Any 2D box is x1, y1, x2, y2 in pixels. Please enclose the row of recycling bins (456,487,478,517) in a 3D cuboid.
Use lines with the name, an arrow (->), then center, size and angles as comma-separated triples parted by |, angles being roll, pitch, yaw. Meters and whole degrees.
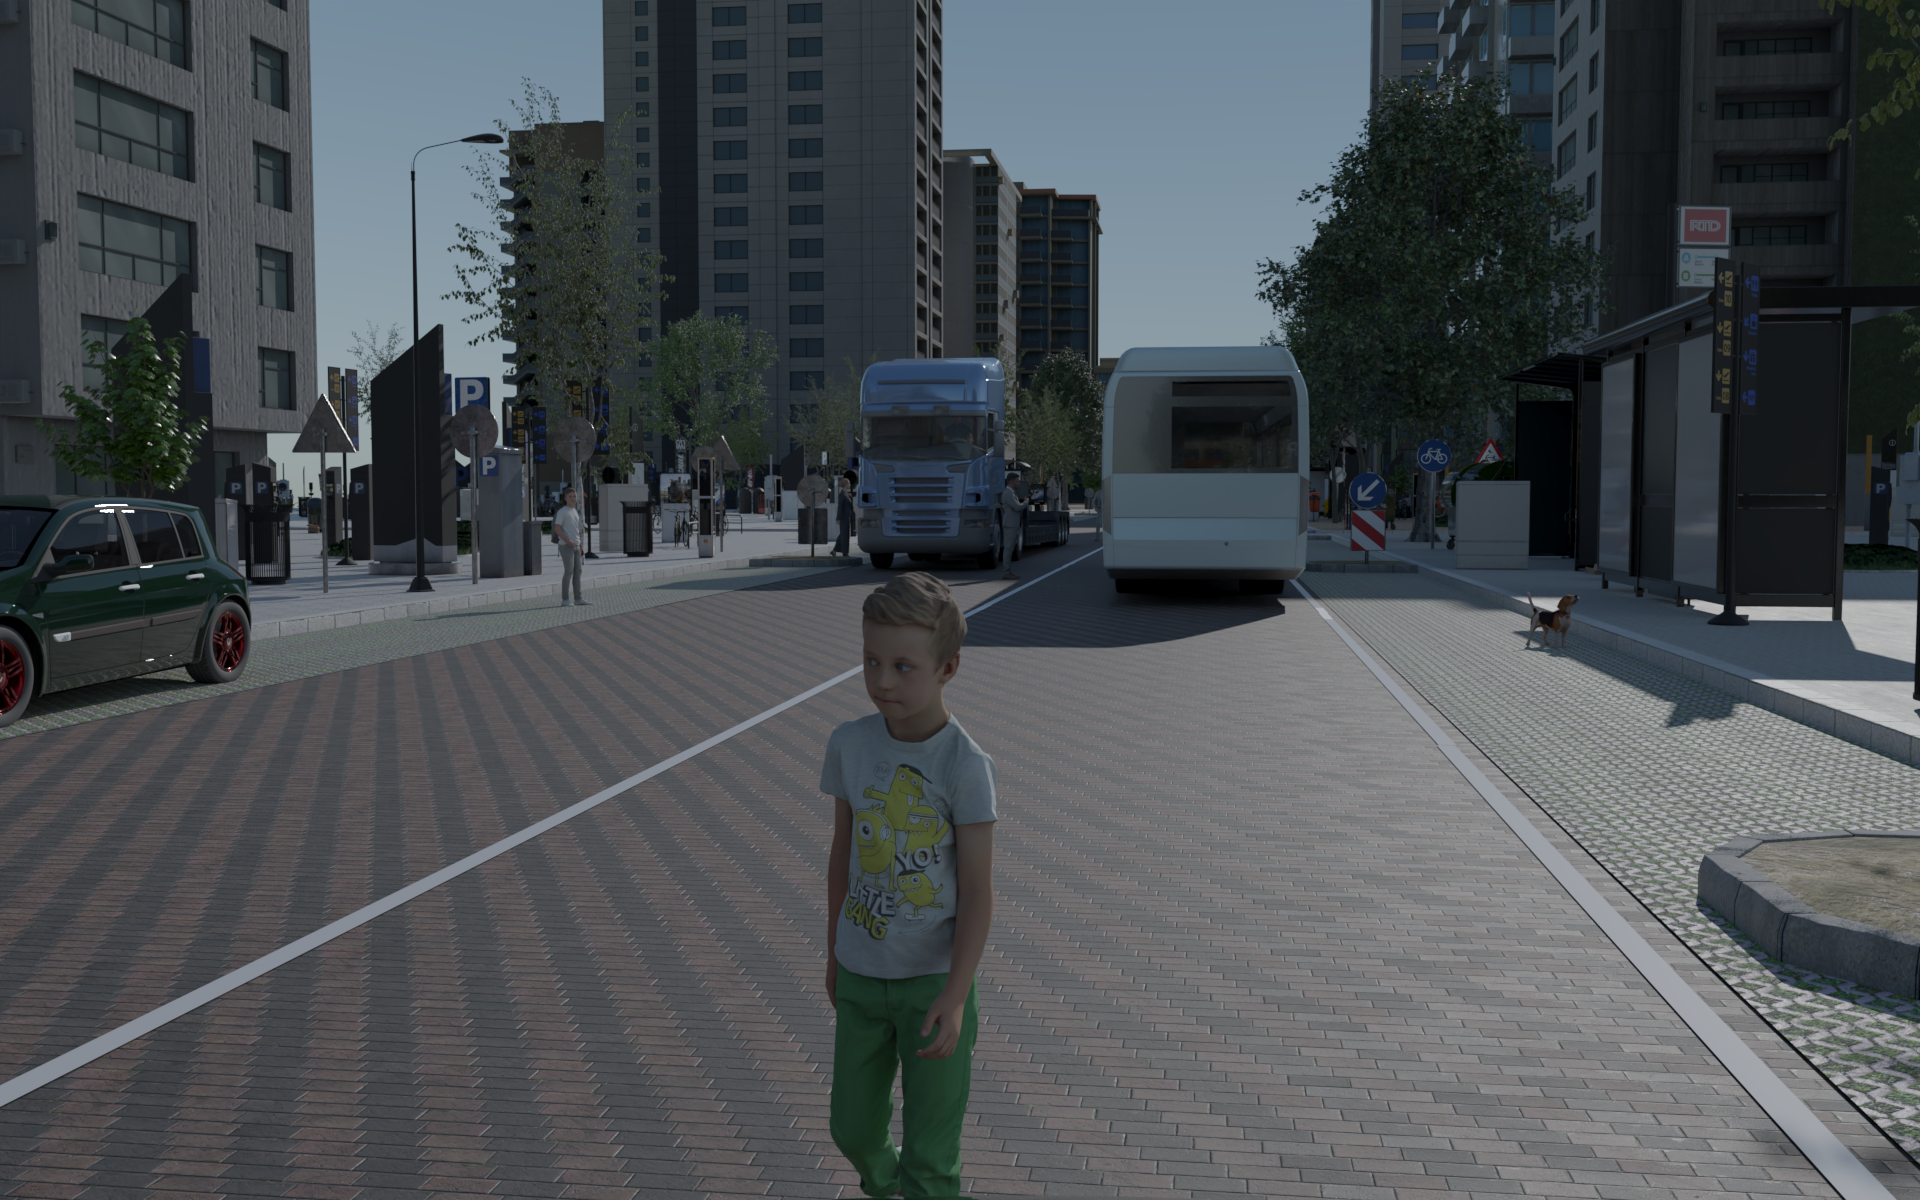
row of recycling bins -> -28.229, -5.421, 95.743 | 3.534, 1.692, 1.069 | 0, 4, 2

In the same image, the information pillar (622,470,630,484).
information pillar -> -10.307, -3.024, 53.936 | 0.304, 2.012, 0.304 | 2, 4, 31

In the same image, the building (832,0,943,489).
building -> -10.096, -43.609, 151.253 | 20.563, 71.187, 20.611 | 1, 4, 8

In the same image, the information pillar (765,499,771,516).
information pillar -> -11.348, -5.972, 102.139 | 0.304, 2.012, 0.304 | -1, 4, -16

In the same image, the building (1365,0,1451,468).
building -> 53.944, -39.223, 183.299 | 21.231, 58.520, 28.212 | 1, 4, 8

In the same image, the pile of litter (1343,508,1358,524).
pile of litter -> 16.907, -3.664, 73.868 | 1.176, 0.858, 1.719 | 1, 4, 9

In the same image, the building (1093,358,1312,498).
building -> 34.231, -24.442, 244.662 | 28.899, 21.520, 27.650 | 1, 4, 8

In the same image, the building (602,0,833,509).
building -> -27.342, -46.487, 198.312 | 20.611, 71.187, 20.563 | 1, 4, 8

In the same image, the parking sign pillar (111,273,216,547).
parking sign pillar -> -9.953, -2.028, 21.637 | 1.447, 3.967, 1.447 | 2, 4, 26

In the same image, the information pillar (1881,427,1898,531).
information pillar -> 32.422, -4.226, 60.450 | 0.504, 3.616, 0.183 | 2, 4, 32

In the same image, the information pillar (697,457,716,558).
information pillar -> -5.092, -1.854, 34.810 | 0.304, 2.012, 0.304 | 0, 4, 2

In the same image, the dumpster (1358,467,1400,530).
dumpster -> 15.039, -3.677, 62.609 | 1.502, 2.255, 1.985 | 0, 4, 8

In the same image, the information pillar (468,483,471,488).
information pillar -> -33.831, -7.060, 119.928 | 0.304, 2.012, 0.304 | 3, 4, 38

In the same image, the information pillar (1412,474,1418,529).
information pillar -> 16.489, -3.532, 62.247 | 0.304, 2.012, 0.304 | -2, 4, -29

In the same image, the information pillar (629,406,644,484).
information pillar -> -8.658, -3.364, 46.364 | 0.183, 3.616, 0.504 | 2, 4, 30

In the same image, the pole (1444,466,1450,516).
pole -> 22.259, -5.215, 79.107 | 0.158, 3.312, 0.155 | 0, 3, 0

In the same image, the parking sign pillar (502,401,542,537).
parking sign pillar -> -13.099, -3.831, 51.108 | 1.447, 3.967, 1.447 | 0, 4, 2

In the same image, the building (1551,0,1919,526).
building -> 34.242, -18.585, 75.560 | 14.107, 30.474, 14.160 | 1, 4, 8

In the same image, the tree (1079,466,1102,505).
tree -> 12.601, -10.846, 161.044 | 4.285, 4.588, 4.351 | 0, 3, 0

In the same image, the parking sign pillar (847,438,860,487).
parking sign pillar -> -4.490, -5.465, 77.831 | 1.447, 3.967, 1.447 | 3, 5, 43

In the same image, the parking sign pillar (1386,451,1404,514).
parking sign pillar -> 26.910, -7.277, 107.452 | 1.447, 3.967, 1.447 | -3, 4, -37

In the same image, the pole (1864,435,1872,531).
pole -> 31.482, -4.050, 60.054 | 0.158, 3.312, 0.155 | 0, 3, 0

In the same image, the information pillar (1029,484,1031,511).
information pillar -> 4.939, -7.339, 124.488 | 0.304, 2.012, 0.304 | 0, 4, -6

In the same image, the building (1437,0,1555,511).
building -> 44.807, -30.478, 117.920 | 23.786, 49.044, 30.456 | 1, 4, 8

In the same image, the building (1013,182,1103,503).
building -> 5.341, -36.168, 245.974 | 28.867, 44.769, 22.147 | 1, 4, 8

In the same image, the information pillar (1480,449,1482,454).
information pillar -> 23.679, -5.319, 78.315 | 0.183, 3.616, 0.504 | -3, 5, -45

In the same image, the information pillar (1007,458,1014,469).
information pillar -> 3.279, -7.342, 111.403 | 0.504, 3.616, 0.183 | -2, 4, -27

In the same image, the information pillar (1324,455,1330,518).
information pillar -> 20.116, -6.302, 94.391 | 0.504, 3.616, 0.183 | 2, 4, 28

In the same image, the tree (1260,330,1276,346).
tree -> 34.844, -21.190, 202.344 | 12.611, 20.169, 13.585 | 0, 3, 0

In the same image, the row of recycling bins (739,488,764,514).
row of recycling bins -> -12.704, -6.497, 113.331 | 3.534, 1.692, 1.069 | -1, 4, -19

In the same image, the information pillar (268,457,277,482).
information pillar -> -42.732, -7.113, 107.644 | 0.504, 3.616, 0.183 | -2, 4, -29

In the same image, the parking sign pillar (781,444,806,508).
parking sign pillar -> -8.898, -6.378, 92.757 | 1.447, 3.967, 1.447 | 1, 4, 13

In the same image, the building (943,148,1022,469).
building -> -6.049, -30.508, 190.684 | 23.993, 40.220, 32.217 | 1, 4, 8

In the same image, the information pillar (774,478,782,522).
information pillar -> -8.415, -4.619, 80.017 | 0.304, 2.012, 0.304 | -1, 4, -19

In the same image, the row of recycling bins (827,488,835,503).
row of recycling bins -> -8.236, -6.944, 120.641 | 3.534, 1.692, 1.069 | 2, 4, 33

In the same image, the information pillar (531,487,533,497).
information pillar -> -31.629, -7.513, 127.322 | 0.304, 2.012, 0.304 | 3, 5, 42

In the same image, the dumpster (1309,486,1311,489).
dumpster -> 18.056, -5.280, 92.087 | 1.264, 1.857, 1.865 | 0, 4, 8

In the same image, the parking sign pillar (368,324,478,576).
parking sign pillar -> -8.791, -2.409, 27.854 | 1.447, 3.967, 1.447 | 1, 4, 18

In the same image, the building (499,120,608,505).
building -> -44.671, -33.929, 204.855 | 14.200, 45.320, 14.600 | 1, 4, 8

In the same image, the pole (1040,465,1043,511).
pole -> 5.501, -7.541, 117.140 | 0.158, 3.312, 0.155 | 0, 3, 0

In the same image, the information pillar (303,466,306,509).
information pillar -> -55.173, -9.441, 145.721 | 0.183, 3.616, 0.504 | -1, 4, -13

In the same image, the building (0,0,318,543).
building -> -24.339, -16.526, 41.904 | 14.107, 30.474, 14.160 | 1, 4, 8

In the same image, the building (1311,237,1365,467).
building -> 60.862, -33.720, 243.203 | 23.993, 40.220, 32.217 | 1, 4, 8

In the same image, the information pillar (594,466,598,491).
information pillar -> -29.954, -9.247, 142.542 | 0.183, 3.616, 0.504 | -3, 5, -43

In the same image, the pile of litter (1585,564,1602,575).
pile of litter -> 10.637, -0.827, 27.488 | 1.176, 0.858, 1.719 | 0, 4, 1

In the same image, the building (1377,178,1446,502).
building -> 44.473, -23.134, 149.946 | 14.160, 30.474, 14.107 | 1, 4, 8
